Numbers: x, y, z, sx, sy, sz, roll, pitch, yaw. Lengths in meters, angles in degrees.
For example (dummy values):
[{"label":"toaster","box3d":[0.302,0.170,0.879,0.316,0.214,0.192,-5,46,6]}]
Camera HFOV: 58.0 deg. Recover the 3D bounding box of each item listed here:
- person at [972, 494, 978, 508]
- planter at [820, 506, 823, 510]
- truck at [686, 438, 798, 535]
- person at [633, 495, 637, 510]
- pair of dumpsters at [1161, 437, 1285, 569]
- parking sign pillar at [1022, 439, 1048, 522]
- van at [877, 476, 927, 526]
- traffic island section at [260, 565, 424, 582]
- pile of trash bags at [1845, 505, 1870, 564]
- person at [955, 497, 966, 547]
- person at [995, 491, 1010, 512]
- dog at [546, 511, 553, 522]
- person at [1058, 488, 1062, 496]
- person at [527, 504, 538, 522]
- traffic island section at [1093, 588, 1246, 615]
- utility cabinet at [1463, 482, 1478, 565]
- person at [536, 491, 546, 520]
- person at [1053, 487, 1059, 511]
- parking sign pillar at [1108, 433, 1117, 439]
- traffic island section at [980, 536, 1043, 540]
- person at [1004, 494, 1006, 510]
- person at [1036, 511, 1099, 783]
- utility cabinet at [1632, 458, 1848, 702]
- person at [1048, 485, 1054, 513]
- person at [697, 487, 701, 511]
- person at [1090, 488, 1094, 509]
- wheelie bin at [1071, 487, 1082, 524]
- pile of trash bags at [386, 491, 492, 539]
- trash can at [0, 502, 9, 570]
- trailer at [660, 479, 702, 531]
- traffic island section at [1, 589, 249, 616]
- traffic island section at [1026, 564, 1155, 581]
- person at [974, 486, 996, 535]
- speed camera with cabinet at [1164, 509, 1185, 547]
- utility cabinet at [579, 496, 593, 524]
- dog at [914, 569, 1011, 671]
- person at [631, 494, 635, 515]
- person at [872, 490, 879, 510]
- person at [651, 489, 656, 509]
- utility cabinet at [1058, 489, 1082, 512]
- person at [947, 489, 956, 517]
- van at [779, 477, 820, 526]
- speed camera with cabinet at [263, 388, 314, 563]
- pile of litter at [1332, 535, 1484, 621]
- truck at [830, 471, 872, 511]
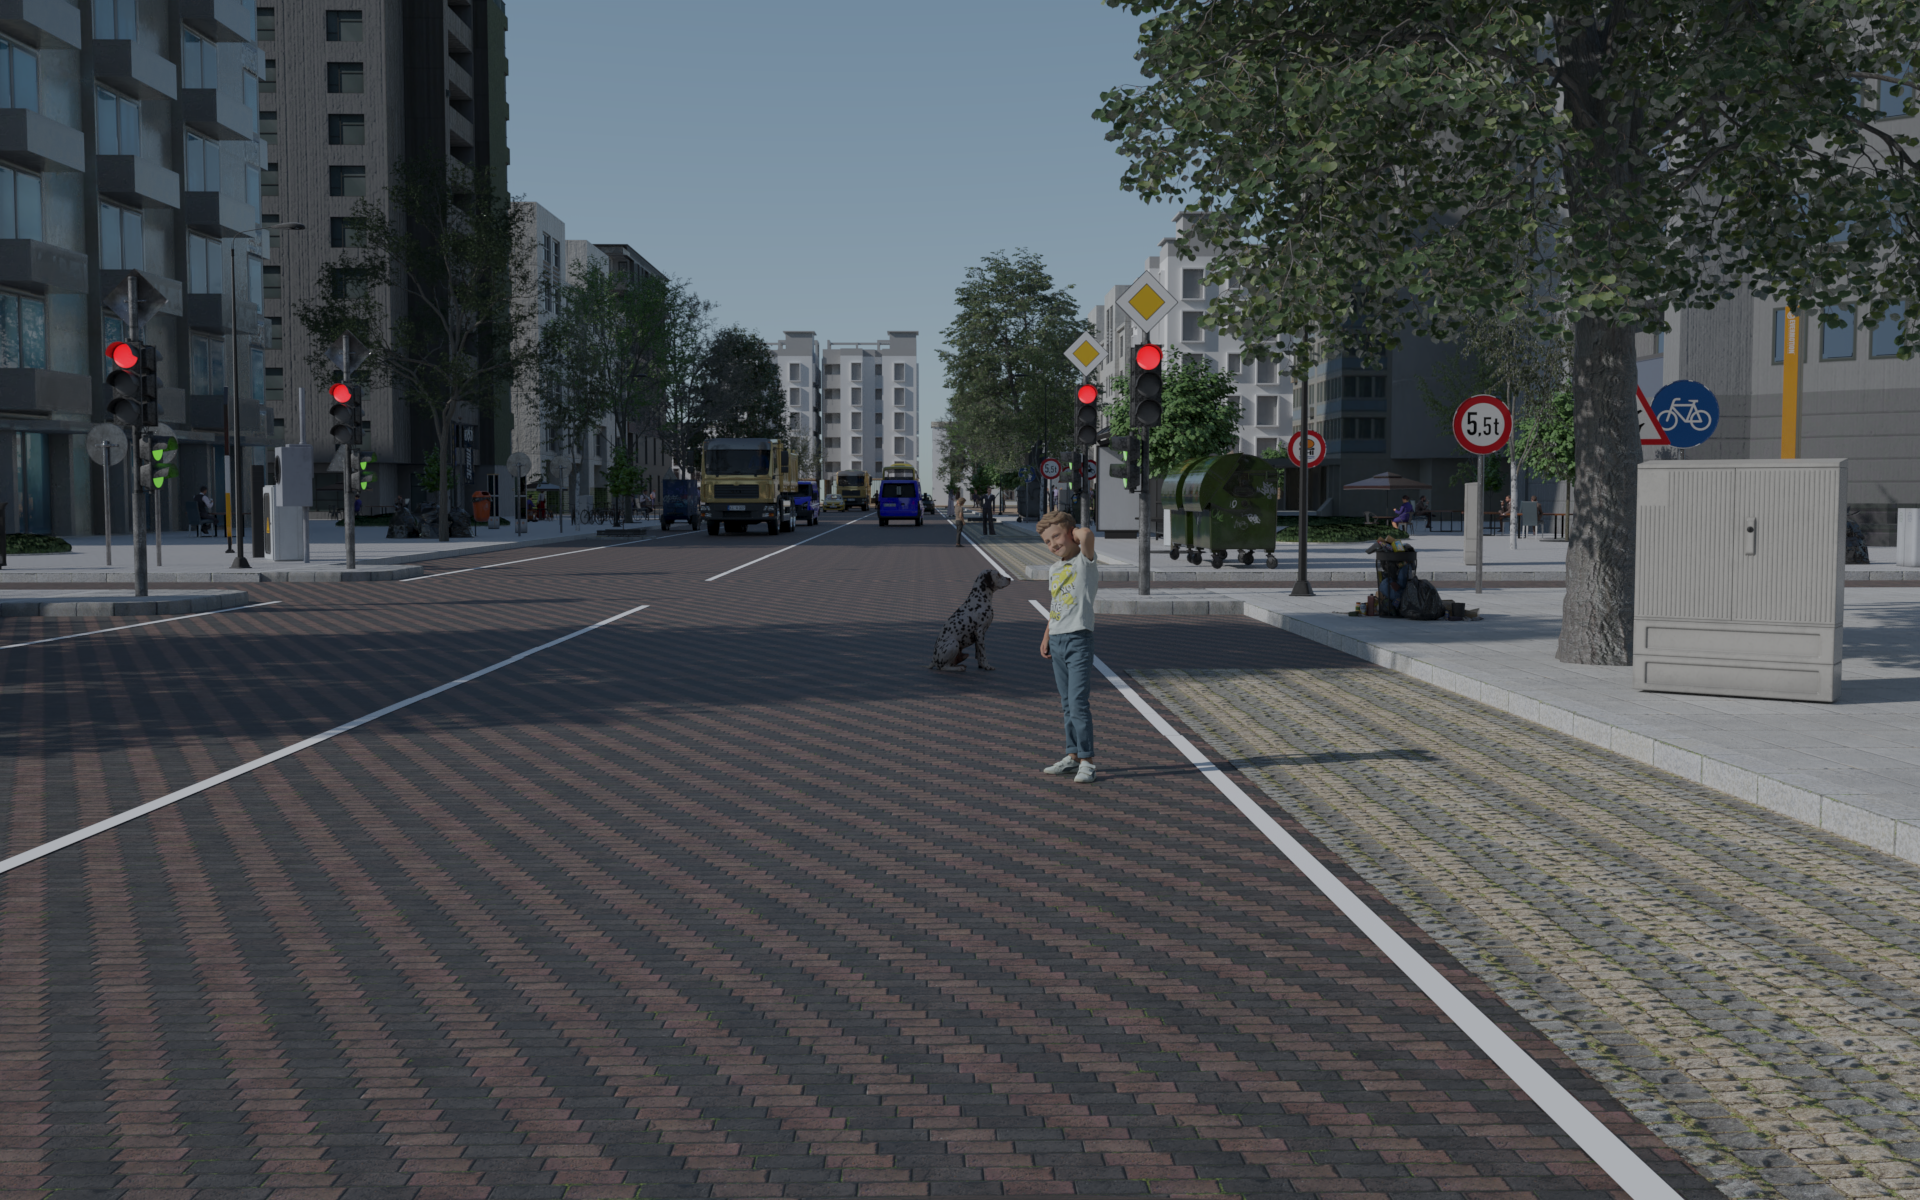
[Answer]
[{"label":"person","box3d":[1.398,-9.496,162.216,0.530,1.710,0.541,-1,4,-17]},{"label":"planter","box3d":[-13.068,-8.453,159.344,1.991,0.319,1.994,0,4,-1]},{"label":"truck","box3d":[-7.559,-4.072,62.497,3.469,3.379,9.791,0,3,0]},{"label":"person","box3d":[-24.377,-7.589,130.104,1.348,1.826,0.705,1,4,11]},{"label":"pair of dumpsters","box3d":[4.754,-1.778,31.558,1.574,2.255,4.437,0,4,-1]},{"label":"parking sign pillar","box3d":[3.652,-5.669,81.156,1.447,3.967,1.447,-1,4,-22]},{"label":"van","box3d":[-2.658,-4.542,78.652,2.240,2.365,5.245,0,4,1]},{"label":"traffic island section","box3d":[-10.473,-0.456,29.731,2.009,0.180,2.903,0,4,-1]},{"label":"pile of trash bags","box3d":[14.847,-1.367,32.096,3.447,1.369,1.912,0,4,-5]},{"label":"person","box3d":[0.005,-2.097,46.698,0.340,1.345,0.435,-3,5,-41]},{"label":"person","box3d":[3.088,-7.418,127.403,1.350,1.814,0.705,2,4,35]},{"label":"dog","box3d":[-19.223,-3.926,81.027,0.406,0.507,0.540,-2,4,-30]},{"label":"person","box3d":[7.600,-7.595,130.771,0.990,1.755,0.434,-1,4,-8]},{"label":"person","box3d":[-19.566,-3.957,79.018,0.859,0.850,0.655,-1,4,-16]},{"label":"traffic island section","box3d":[2.365,0.016,22.027,2.009,0.180,2.903,0,4,-1]},{"label":"utility cabinet","box3d":[9.337,-1.398,31.543,0.318,1.500,1.173,1,4,15]},{"label":"person","box3d":[-20.767,-4.733,85.901,0.387,1.526,0.523,2,4,35]},{"label":"person","box3d":[7.204,-7.560,129.515,0.709,1.838,0.599,1,4,17]},{"label":"parking sign pillar","box3d":[5.539,-4.350,59.595,1.447,3.967,1.447,-1,4,-15]},{"label":"traffic island section","box3d":[1.633,-1.945,54.669,1.991,0.108,1.994,0,4,-1]},{"label":"person","box3d":[3.261,-7.873,135.295,0.617,1.759,0.750,-3,5,-41]},{"label":"person","box3d":[0.561,0.222,8.784,0.435,1.345,0.340,3,5,43]},{"label":"utility cabinet","box3d":[4.904,-0.137,10.927,1.173,1.500,0.318,3,4,36]},{"label":"person","box3d":[4.294,-4.667,83.159,0.445,1.727,0.742,-2,4,-34]},{"label":"person","box3d":[-19.267,-7.492,128.411,0.599,1.838,0.709,1,4,20]},{"label":"person","box3d":[11.306,-8.791,149.650,0.709,1.838,0.599,-1,4,-8]},{"label":"wheelie bin","box3d":[5.148,-4.055,74.205,0.693,1.594,0.980,1,4,17]},{"label":"pile of trash bags","box3d":[-15.152,-2.534,51.181,1.912,1.369,3.447,2,4,28]},{"label":"trash can","box3d":[-16.496,-1.080,29.316,0.748,1.137,0.748,0,3,0]},{"label":"trailer","box3d":[-10.991,-3.700,67.547,1.471,1.999,3.904,0,4,0]},{"label":"traffic island section","box3d":[-10.293,0.033,21.748,2.009,0.180,2.903,0,4,-1]},{"label":"traffic island section","box3d":[2.186,-0.473,30.010,2.009,0.180,2.903,0,4,-1]},{"label":"person","box3d":[0.875,-3.115,60.225,0.742,1.727,0.445,-1,4,-21]},{"label":"speed camera with cabinet","box3d":[6.022,-2.936,42.340,2.038,3.252,0.660,-1,4,-21]},{"label":"utility cabinet","box3d":[-16.226,-3.915,75.173,0.306,1.237,1.020,-2,4,-31]},{"label":"dog","box3d":[-0.045,0.159,14.241,0.800,0.831,0.513,2,4,33]},{"label":"person","box3d":[-19.813,-5.938,103.946,0.431,1.722,0.655,-3,5,-40]},{"label":"person","box3d":[-7.673,-9.279,160.343,0.705,1.807,1.348,3,5,43]},{"label":"person","box3d":[-25.594,-8.432,144.837,0.436,1.711,0.756,2,4,24]},{"label":"utility cabinet","box3d":[5.358,-4.588,83.695,1.173,1.500,0.318,0,4,-4]},{"label":"person","box3d":[-0.517,-6.052,108.111,0.621,1.740,0.551,0,4,1]},{"label":"van","box3d":[-7.532,-4.576,79.208,2.240,2.365,5.245,0,4,-1]},{"label":"speed camera with cabinet","box3d":[-12.754,-2.353,32.815,0.660,3.252,2.038,-2,4,-31]},{"label":"pile of litter","box3d":[4.693,-0.256,18.157,1.176,0.858,1.719,-1,4,-23]},{"label":"truck","box3d":[-9.055,-9.242,147.027,3.469,3.379,9.791,0,4,-1]}]
